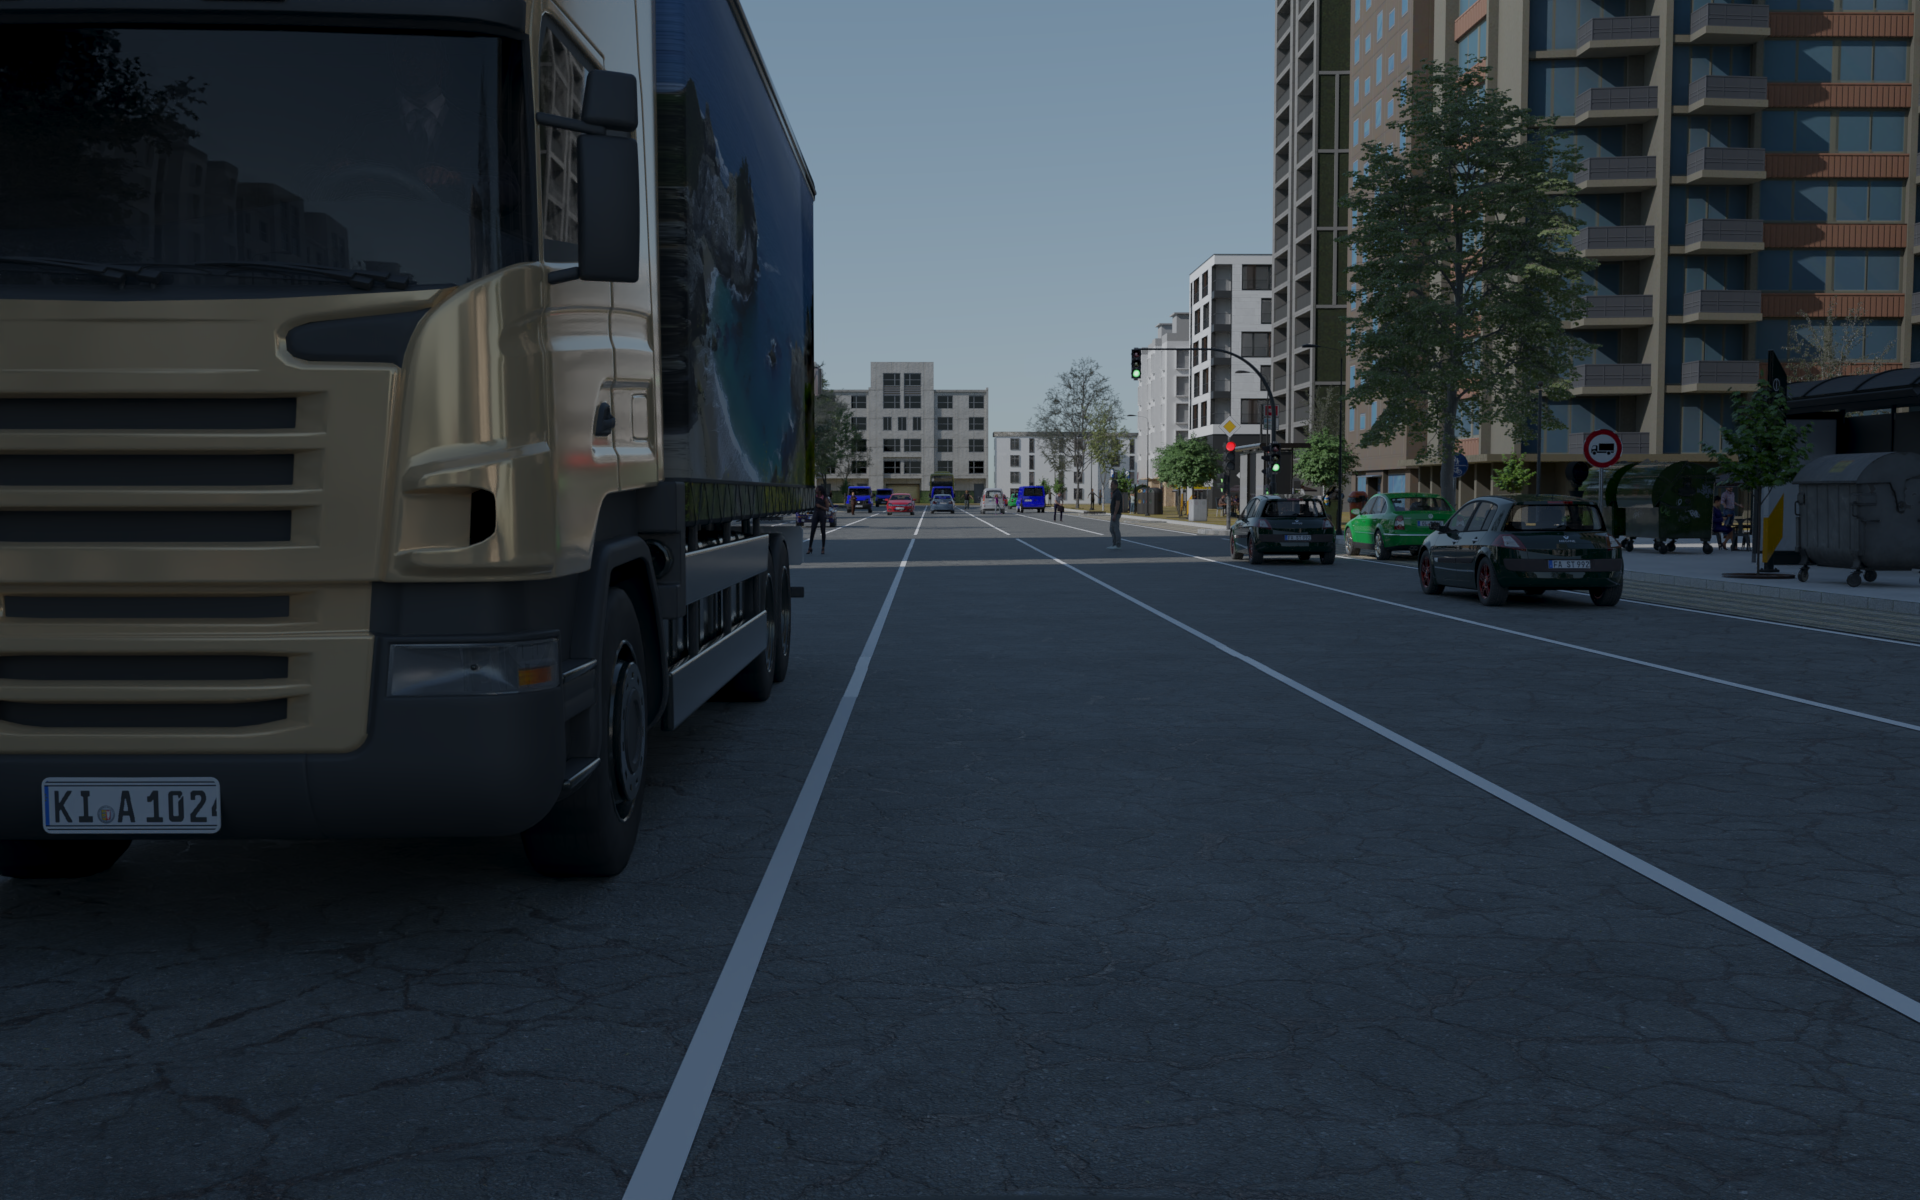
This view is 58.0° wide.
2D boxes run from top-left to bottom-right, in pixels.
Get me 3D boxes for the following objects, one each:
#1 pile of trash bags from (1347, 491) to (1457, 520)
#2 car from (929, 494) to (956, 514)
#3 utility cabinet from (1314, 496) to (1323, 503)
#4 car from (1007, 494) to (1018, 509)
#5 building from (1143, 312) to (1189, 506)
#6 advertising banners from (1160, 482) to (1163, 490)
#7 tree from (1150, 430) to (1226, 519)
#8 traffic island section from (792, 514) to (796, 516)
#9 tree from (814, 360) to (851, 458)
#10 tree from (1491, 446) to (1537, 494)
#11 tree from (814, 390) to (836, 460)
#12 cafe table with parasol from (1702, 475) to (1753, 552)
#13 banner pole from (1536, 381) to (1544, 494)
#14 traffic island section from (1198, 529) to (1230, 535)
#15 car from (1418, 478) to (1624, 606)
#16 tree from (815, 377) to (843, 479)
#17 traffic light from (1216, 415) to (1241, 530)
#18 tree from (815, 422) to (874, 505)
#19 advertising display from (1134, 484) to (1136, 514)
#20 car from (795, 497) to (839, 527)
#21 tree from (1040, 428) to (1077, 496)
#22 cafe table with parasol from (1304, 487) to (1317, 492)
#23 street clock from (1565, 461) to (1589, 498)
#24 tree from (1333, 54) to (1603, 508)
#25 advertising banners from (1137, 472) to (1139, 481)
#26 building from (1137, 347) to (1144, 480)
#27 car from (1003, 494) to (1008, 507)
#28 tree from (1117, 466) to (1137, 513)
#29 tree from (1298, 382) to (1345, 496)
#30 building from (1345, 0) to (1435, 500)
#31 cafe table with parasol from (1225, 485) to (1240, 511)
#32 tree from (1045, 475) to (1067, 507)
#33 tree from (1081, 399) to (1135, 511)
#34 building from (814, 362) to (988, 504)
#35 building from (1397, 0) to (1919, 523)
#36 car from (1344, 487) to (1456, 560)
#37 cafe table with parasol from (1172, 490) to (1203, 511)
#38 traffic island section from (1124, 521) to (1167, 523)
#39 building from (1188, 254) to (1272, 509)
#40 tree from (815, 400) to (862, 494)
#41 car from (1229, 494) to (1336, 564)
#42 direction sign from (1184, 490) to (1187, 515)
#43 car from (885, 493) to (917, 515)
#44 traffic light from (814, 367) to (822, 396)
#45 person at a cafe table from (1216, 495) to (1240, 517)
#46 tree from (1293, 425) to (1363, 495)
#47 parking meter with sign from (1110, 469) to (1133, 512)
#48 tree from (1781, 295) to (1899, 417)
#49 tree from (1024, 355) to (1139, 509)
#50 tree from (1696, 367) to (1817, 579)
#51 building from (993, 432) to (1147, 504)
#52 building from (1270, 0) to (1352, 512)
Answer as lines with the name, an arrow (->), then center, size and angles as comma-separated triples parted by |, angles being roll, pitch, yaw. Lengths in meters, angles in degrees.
pile of trash bags -> 13.004, -2.534, 51.187 | 3.447, 1.369, 1.912 | -1, 4, -19
car -> -1.295, -7.048, 127.229 | 2.014, 1.417, 4.499 | 0, 4, -2
utility cabinet -> 12.959, -3.210, 63.653 | 0.306, 1.237, 1.020 | -3, 5, -40
car -> 5.493, -9.501, 164.134 | 1.959, 1.807, 4.718 | 0, 4, -1
building -> 28.711, -20.149, 185.852 | 16.016, 20.091, 11.380 | 0, 4, -1
advertising banners -> 13.263, -7.381, 116.867 | 0.090, 3.025, 2.074 | 2, 4, 35
tree -> 11.961, -6.722, 93.613 | 4.285, 4.588, 4.351 | 0, 3, 0
traffic island section -> -9.981, -5.557, 113.721 | 1.991, 0.108, 1.994 | 0, 4, -1
tree -> -12.795, -12.973, 122.484 | 12.009, 13.543, 11.850 | 0, 3, 0
tree -> 22.300, -4.608, 69.941 | 1.663, 3.219, 1.824 | 0, 3, 0
tree -> -12.614, -11.361, 102.753 | 9.611, 12.733, 9.660 | 0, 3, 0
cafe table with parasol -> 17.813, -2.097, 39.148 | 2.610, 1.966, 2.610 | 0, 4, -3
banner pole -> 12.917, -2.974, 38.646 | 0.401, 3.779, 0.863 | 1, 4, 19
traffic island section -> 9.653, -2.438, 62.140 | 2.009, 0.180, 2.903 | 0, 4, -1
car -> 7.515, -0.839, 23.508 | 2.009, 1.686, 4.222 | 0, 4, -1
tree -> -13.432, -13.882, 145.098 | 7.486, 12.596, 7.792 | 0, 3, 0
traffic light -> 9.613, -4.471, 62.026 | 0.839, 4.253, 0.868 | 0, 4, -1
tree -> -14.166, -16.920, 211.047 | 8.767, 10.594, 7.601 | 1, 4, 16
advertising display -> 11.386, -6.561, 112.480 | 0.123, 1.923, 0.974 | 0, 4, 6
car -> -6.283, -3.870, 75.847 | 1.945, 1.354, 3.894 | 0, 4, -3
tree -> 10.202, -14.044, 179.987 | 4.360, 8.622, 3.978 | 0, 3, 0
cafe table with parasol -> 20.541, -6.197, 106.182 | 2.610, 1.966, 2.610 | 2, 4, 23
street clock -> 13.589, -2.056, 38.193 | 0.471, 2.002, 0.358 | -1, 4, -23
tree -> 13.177, -7.784, 45.388 | 7.486, 12.596, 7.792 | 0, 3, 0
advertising banners -> 14.161, -8.587, 136.583 | 0.090, 3.025, 2.074 | 0, 4, -3
building -> 28.466, -20.843, 197.208 | 16.016, 20.091, 11.380 | 0, 4, -1
car -> 4.559, -11.738, 200.959 | 2.155, 1.783, 4.494 | 0, 4, -3
tree -> 10.998, -7.520, 117.555 | 1.663, 3.219, 1.824 | 0, 3, 0
tree -> 24.098, -9.979, 113.521 | 4.360, 8.622, 3.978 | 0, 3, 0
building -> 31.337, -27.598, 101.330 | 14.600, 45.320, 14.200 | 0, 4, -1
cafe table with parasol -> 20.829, -7.667, 130.217 | 2.610, 1.966, 2.610 | -1, 4, -21
tree -> 9.898, -11.051, 175.290 | 1.663, 3.219, 1.824 | 0, 3, 0
tree -> 11.148, -11.188, 133.293 | 4.737, 8.622, 4.395 | 0, 3, 0
building -> -12.072, -22.842, 239.923 | 31.486, 18.905, 16.747 | 0, 4, -1
building -> 36.887, -26.267, 84.085 | 28.867, 44.769, 22.147 | 0, 4, -1
car -> 9.860, -1.826, 38.648 | 1.959, 1.807, 4.718 | 0, 4, -1
cafe table with parasol -> 17.563, -7.883, 133.757 | 2.610, 1.966, 2.610 | -3, 5, -45
traffic island section -> 9.244, -3.910, 86.802 | 1.991, 0.108, 1.994 | 0, 4, -1
building -> 35.212, -19.570, 163.937 | 27.936, 21.610, 32.646 | 0, 4, -1
tree -> -13.924, -15.355, 176.804 | 9.928, 11.665, 9.643 | 0, 3, 0
car -> 6.781, -1.642, 36.634 | 2.009, 1.686, 4.222 | 0, 4, 1
direction sign -> 13.629, -6.858, 104.126 | 0.379, 3.537, 0.876 | 2, 4, 24
car -> -4.006, -6.634, 117.513 | 2.155, 1.783, 4.494 | 0, 4, 0
traffic light -> -7.315, -5.327, 61.768 | 4.771, 5.953, 1.251 | 0, 4, -1
person at a cafe table -> 16.608, -5.691, 103.906 | 1.726, 1.238, 1.698 | -2, 4, -27
tree -> 17.270, -5.992, 81.686 | 4.285, 4.588, 4.351 | 0, 3, 0
parking meter with sign -> 11.593, -7.758, 123.099 | 1.738, 3.016, 0.543 | -1, 4, -18
tree -> 32.808, -7.022, 65.180 | 4.360, 8.622, 3.978 | 0, 3, 0
tree -> 10.555, -14.850, 153.165 | 12.009, 13.543, 11.850 | 0, 3, 0
tree -> 12.121, -1.951, 26.503 | 1.663, 3.219, 1.824 | 0, 3, 0
building -> 18.507, -18.044, 237.161 | 28.070, 9.664, 9.099 | 0, 4, -1
building -> 32.867, -42.060, 125.927 | 20.563, 71.187, 20.611 | 0, 4, -1
